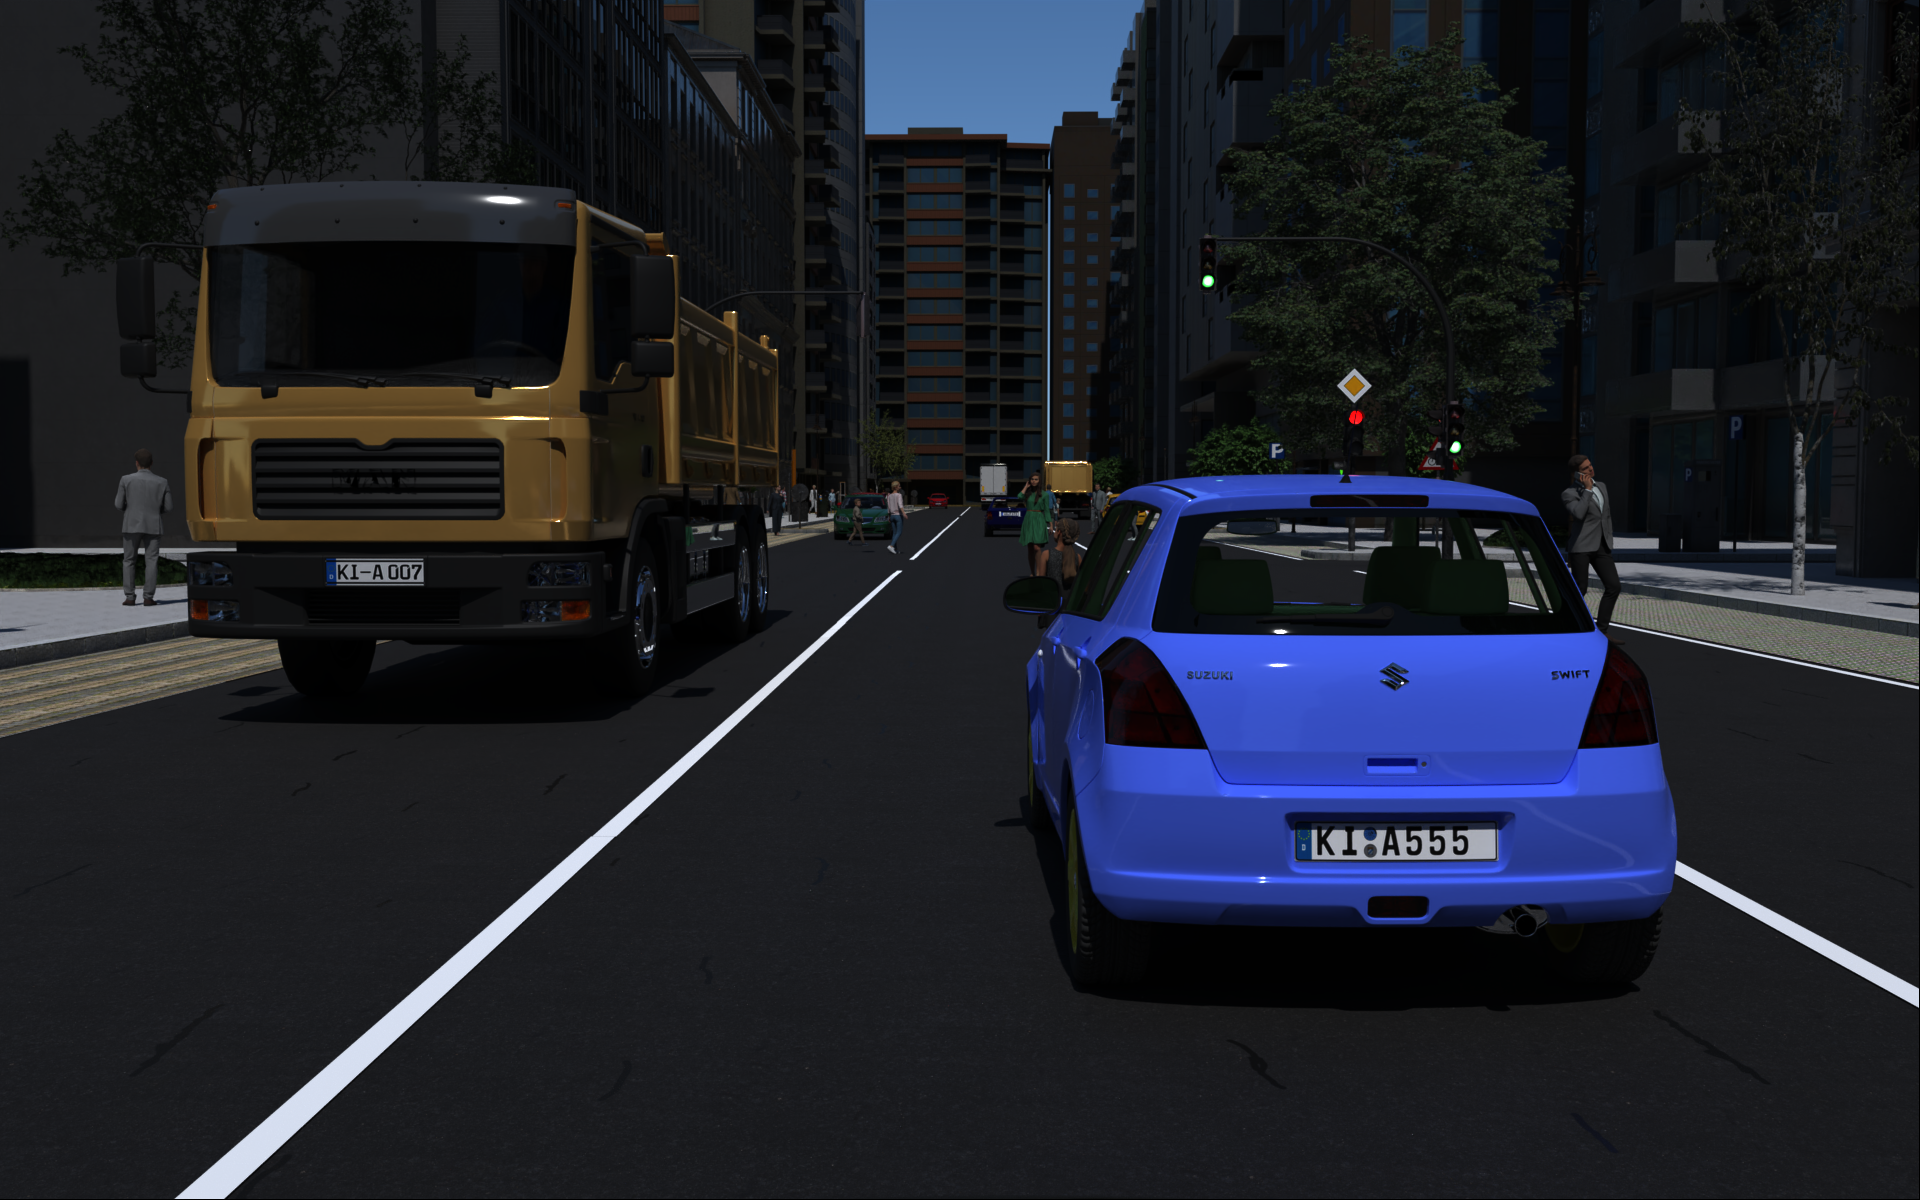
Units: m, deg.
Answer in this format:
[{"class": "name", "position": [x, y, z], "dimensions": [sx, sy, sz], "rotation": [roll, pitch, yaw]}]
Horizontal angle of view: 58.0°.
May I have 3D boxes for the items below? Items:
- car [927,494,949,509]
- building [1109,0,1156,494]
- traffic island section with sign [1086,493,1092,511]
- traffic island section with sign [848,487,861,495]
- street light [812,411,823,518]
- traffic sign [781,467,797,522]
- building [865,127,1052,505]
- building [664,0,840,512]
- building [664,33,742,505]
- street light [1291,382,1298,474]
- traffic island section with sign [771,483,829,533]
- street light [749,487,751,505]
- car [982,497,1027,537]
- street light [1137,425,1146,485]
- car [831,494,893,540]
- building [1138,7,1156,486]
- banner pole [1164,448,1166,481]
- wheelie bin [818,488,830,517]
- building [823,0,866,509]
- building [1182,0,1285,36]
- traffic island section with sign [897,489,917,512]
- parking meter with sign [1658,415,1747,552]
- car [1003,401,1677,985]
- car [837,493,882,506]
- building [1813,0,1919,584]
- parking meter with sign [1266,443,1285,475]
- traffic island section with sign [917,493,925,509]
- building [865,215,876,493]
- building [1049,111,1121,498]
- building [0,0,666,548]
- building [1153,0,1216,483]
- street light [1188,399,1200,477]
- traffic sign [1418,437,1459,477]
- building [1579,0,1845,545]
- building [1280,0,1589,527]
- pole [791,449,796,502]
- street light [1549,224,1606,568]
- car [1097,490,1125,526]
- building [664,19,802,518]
[{"class": "car", "position": [-2.123, -9.772, 168.809], "dimensions": [2.155, 1.783, 4.494], "rotation": [0, 4, -1]}, {"class": "building", "position": [26.555, -33.781, 171.930], "dimensions": [23.786, 49.044, 30.456], "rotation": [0, 4, 1]}, {"class": "traffic island section with sign", "position": [10.269, -8.084, 140.806], "dimensions": [1.989, 1.847, 2.006], "rotation": [0, 4, 1]}, {"class": "traffic island section with sign", "position": [-5.471, -5.015, 90.617], "dimensions": [1.989, 1.847, 2.006], "rotation": [0, 4, 1]}, {"class": "street light", "position": [-7.783, -7.448, 94.555], "dimensions": [0.468, 5.910, 1.993], "rotation": [0, 4, 1]}, {"class": "traffic sign", "position": [-7.906, -4.900, 80.227], "dimensions": [0.768, 2.556, 0.104], "rotation": [1, 4, 10]}, {"class": "building", "position": [-3.581, -33.957, 209.820], "dimensions": [28.867, 44.769, 22.147], "rotation": [0, 4, 1]}, {"class": "building", "position": [-20.519, -29.001, 128.794], "dimensions": [22.147, 44.769, 28.867], "rotation": [0, 4, 1]}, {"class": "building", "position": [-15.459, -13.784, 74.515], "dimensions": [9.793, 20.994, 18.267], "rotation": [0, 4, 1]}, {"class": "street light", "position": [11.097, -5.178, 57.443], "dimensions": [0.468, 5.910, 1.993], "rotation": [0, 4, 1]}, {"class": "traffic island section with sign", "position": [-5.862, -3.366, 63.665], "dimensions": [1.989, 1.847, 2.006], "rotation": [0, 4, 1]}, {"class": "street light", "position": [-8.158, -5.773, 67.170], "dimensions": [0.468, 5.910, 1.993], "rotation": [0, 4, 1]}, {"class": "car", "position": [1.719, -2.854, 59.243], "dimensions": [1.945, 1.354, 3.894], "rotation": [0, 4, 2]}, {"class": "street light", "position": [11.909, -8.606, 113.491], "dimensions": [0.468, 5.910, 1.993], "rotation": [0, 4, 1]}, {"class": "car", "position": [-3.069, -2.693, 55.830], "dimensions": [2.131, 1.459, 4.920], "rotation": [0, 4, -1]}, {"class": "building", "position": [22.411, -28.509, 149.718], "dimensions": [14.154, 41.232, 14.086], "rotation": [0, 4, 1]}, {"class": "banner pole", "position": [11.283, -6.435, 95.226], "dimensions": [0.401, 3.779, 0.863], "rotation": [1, 4, 12]}, {"class": "wheelie bin", "position": [-7.602, -5.409, 96.348], "dimensions": [0.693, 1.594, 0.980], "rotation": [0, 4, -3]}, {"class": "building", "position": [-20.025, -37.606, 156.857], "dimensions": [21.231, 58.520, 28.212], "rotation": [0, 4, 1]}, {"class": "building", "position": [27.510, -31.167, 98.818], "dimensions": [28.713, 52.752, 27.495], "rotation": [0, 4, 1]}, {"class": "traffic island section with sign", "position": [-4.759, -8.091, 140.912], "dimensions": [1.989, 1.847, 2.006], "rotation": [0, 4, 1]}, {"class": "parking meter with sign", "position": [16.343, -2.564, 38.184], "dimensions": [1.738, 3.016, 0.543], "rotation": [0, 4, -7]}, {"class": "car", "position": [1.139, 0.198, 6.362], "dimensions": [1.945, 1.707, 3.694], "rotation": [0, 4, -1]}, {"class": "car", "position": [-3.644, -3.549, 67.067], "dimensions": [2.155, 1.783, 4.494], "rotation": [0, 4, 1]}, {"class": "building", "position": [18.661, -11.056, 16.918], "dimensions": [11.583, 22.565, 21.152], "rotation": [0, 4, 1]}, {"class": "parking meter with sign", "position": [10.842, -3.886, 59.798], "dimensions": [0.543, 3.016, 1.738], "rotation": [0, 4, 4]}, {"class": "traffic island section with sign", "position": [-4.377, -9.761, 168.221], "dimensions": [1.989, 1.847, 2.006], "rotation": [0, 4, 1]}, {"class": "building", "position": [-15.929, -25.045, 181.183], "dimensions": [14.107, 30.474, 14.160], "rotation": [0, 4, 1]}, {"class": "building", "position": [17.991, -34.004, 206.074], "dimensions": [14.200, 45.320, 14.600], "rotation": [0, 4, 1]}, {"class": "building", "position": [-17.822, -15.813, 52.056], "dimensions": [14.314, 27.812, 24.014], "rotation": [0, 4, 1]}, {"class": "building", "position": [24.983, -35.814, 127.564], "dimensions": [21.231, 58.520, 28.212], "rotation": [0, 4, 1]}, {"class": "street light", "position": [11.462, -6.853, 84.829], "dimensions": [0.468, 5.910, 1.993], "rotation": [0, 4, 1]}, {"class": "traffic sign", "position": [10.525, -2.334, 38.160], "dimensions": [0.884, 2.594, 0.081], "rotation": [0, 4, 5]}, {"class": "building", "position": [34.794, -26.369, 50.739], "dimensions": [30.456, 49.044, 23.786], "rotation": [0, 4, 1]}, {"class": "building", "position": [21.341, -25.702, 70.336], "dimensions": [14.600, 45.320, 14.200], "rotation": [0, 4, 1]}, {"class": "pole", "position": [-7.600, -5.220, 79.194], "dimensions": [0.158, 3.312, 0.155], "rotation": [0, 3, 0]}, {"class": "street light", "position": [10.641, -3.498, 29.987], "dimensions": [0.468, 5.910, 1.993], "rotation": [0, 4, 1]}, {"class": "car", "position": [6.308, -3.511, 67.623], "dimensions": [2.015, 1.641, 3.980], "rotation": [0, 4, 1]}, {"class": "building", "position": [-16.199, -18.278, 96.111], "dimensions": [12.463, 27.353, 25.104], "rotation": [0, 4, 1]}]
